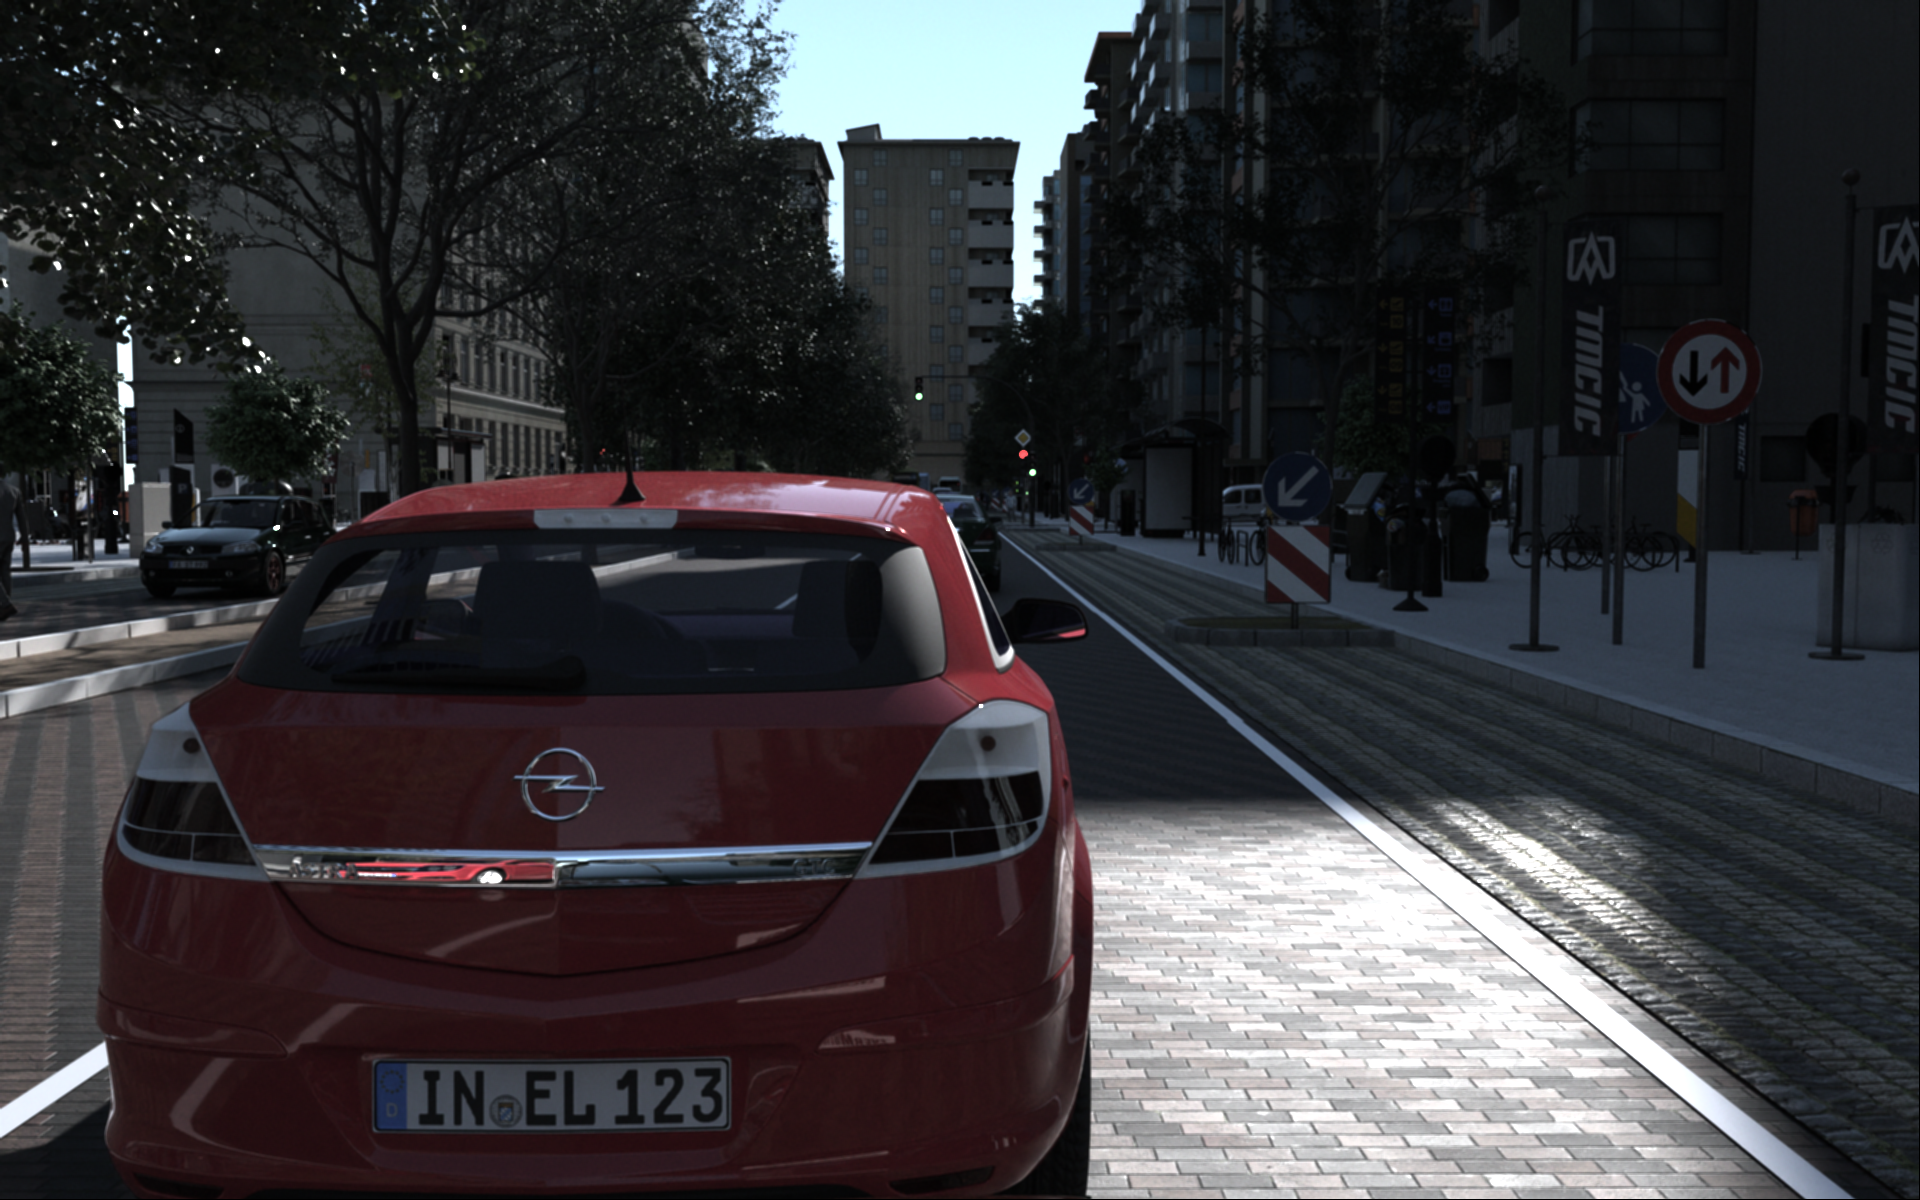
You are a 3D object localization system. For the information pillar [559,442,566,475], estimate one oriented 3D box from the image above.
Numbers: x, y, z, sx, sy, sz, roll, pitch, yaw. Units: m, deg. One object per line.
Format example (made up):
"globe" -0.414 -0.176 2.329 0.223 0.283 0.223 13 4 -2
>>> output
"information pillar" -17.966 -5.322 78.371 0.183 3.616 0.504 1 4 10

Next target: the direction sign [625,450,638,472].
"direction sign" -16.846 -5.920 88.796 0.876 3.537 0.379 2 4 31

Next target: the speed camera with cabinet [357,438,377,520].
"speed camera with cabinet" -20.879 -4.076 60.984 0.660 3.252 2.038 -1 4 -18

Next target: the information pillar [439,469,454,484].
"information pillar" -15.168 -2.855 51.170 0.304 2.012 0.304 2 4 24

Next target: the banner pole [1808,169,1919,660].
"banner pole" 7.051 -1.425 13.312 0.863 3.779 0.401 2 4 32

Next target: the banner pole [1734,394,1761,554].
"banner pole" 16.893 -2.887 37.216 0.401 3.779 0.863 -1 4 -13

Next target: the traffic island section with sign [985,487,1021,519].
"traffic island section with sign" 2.607 -5.545 99.292 1.989 1.847 2.006 0 4 0

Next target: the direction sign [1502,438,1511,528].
"direction sign" 20.876 -4.508 65.710 0.379 3.537 0.876 -2 4 -27

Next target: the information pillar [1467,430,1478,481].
"information pillar" 18.655 -4.390 63.133 0.183 3.616 0.504 -2 4 -24

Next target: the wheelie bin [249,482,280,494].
"wheelie bin" -18.144 -2.287 45.292 0.980 1.594 0.693 -1 4 -22

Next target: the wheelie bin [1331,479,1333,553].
"wheelie bin" 8.263 -1.802 37.366 0.980 1.594 0.693 0 4 -6

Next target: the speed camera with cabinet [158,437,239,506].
"speed camera with cabinet" -22.089 -3.423 50.295 2.038 3.252 0.660 -1 4 -15

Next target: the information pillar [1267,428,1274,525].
"information pillar" 11.015 -4.288 61.469 0.183 3.616 0.504 2 4 27

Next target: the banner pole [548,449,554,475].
"banner pole" -22.582 -6.462 95.666 0.401 3.779 0.863 1 4 14

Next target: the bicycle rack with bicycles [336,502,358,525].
"bicycle rack with bicycles" -27.541 -3.796 75.441 2.925 0.926 2.852 -2 4 -24

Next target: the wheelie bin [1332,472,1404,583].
"wheelie bin" 6.072 -1.071 25.426 0.693 1.594 0.980 -1 4 -19

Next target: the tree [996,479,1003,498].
"tree" 4.187 -14.998 195.583 4.737 8.622 4.395 0 3 0

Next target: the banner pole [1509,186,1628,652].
"banner pole" 4.934 -1.471 14.060 0.863 3.779 0.401 2 4 31

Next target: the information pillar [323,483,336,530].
"information pillar" -20.694 -3.201 56.828 0.304 2.012 0.304 0 4 3

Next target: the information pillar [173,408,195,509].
"information pillar" -21.117 -3.412 47.141 0.504 3.616 0.183 -3 4 -38

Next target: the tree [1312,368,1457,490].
"tree" 10.407 -3.598 42.537 4.285 4.588 4.351 0 3 0

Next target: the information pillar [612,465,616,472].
"information pillar" -18.852 -6.289 94.179 0.183 3.616 0.504 1 4 23

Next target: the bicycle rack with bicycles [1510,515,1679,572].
"bicycle rack with bicycles" 10.930 -0.991 29.591 2.925 0.926 2.852 1 4 11

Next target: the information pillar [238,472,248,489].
"information pillar" -31.244 -5.156 75.653 0.504 3.616 0.183 -2 4 -25

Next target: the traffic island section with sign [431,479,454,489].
"traffic island section with sign" -13.301 -2.176 44.204 1.989 1.847 2.006 0 4 0

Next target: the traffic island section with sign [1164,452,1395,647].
"traffic island section with sign" 3.066 -0.517 17.089 1.989 1.847 2.006 0 4 0

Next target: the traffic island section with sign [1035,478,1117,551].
"traffic island section with sign" 2.918 -2.166 44.044 1.989 1.847 2.006 0 4 0

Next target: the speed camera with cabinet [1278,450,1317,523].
"speed camera with cabinet" 14.995 -5.055 76.979 2.038 3.252 0.660 0 4 4

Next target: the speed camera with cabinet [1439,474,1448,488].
"speed camera with cabinet" 21.222 -4.883 74.169 2.038 3.252 0.660 0 4 6

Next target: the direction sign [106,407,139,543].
"direction sign" -21.818 -3.250 45.140 0.876 3.537 0.379 0 4 4

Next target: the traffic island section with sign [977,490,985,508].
"traffic island section with sign" 2.463 -7.225 126.762 1.989 1.847 2.006 0 4 0

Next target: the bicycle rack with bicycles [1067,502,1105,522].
"bicycle rack with bicycles" 6.431 -4.078 80.054 2.925 0.926 2.852 -2 4 -34

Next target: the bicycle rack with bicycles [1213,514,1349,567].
"bicycle rack with bicycles" 5.879 -1.099 31.347 2.852 0.926 2.925 0 4 5

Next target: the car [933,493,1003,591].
"car" -0.358 -0.936 27.095 2.131 1.459 4.920 0 4 -2

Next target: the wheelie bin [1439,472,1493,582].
"wheelie bin" 7.434 -1.078 25.534 0.693 1.594 0.980 0 4 1

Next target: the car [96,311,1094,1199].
"car" -0.671 0.257 4.841 2.155 1.783 4.494 0 4 -1

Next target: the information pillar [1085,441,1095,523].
"information pillar" 5.762 -5.245 77.105 0.504 3.616 0.183 2 4 27

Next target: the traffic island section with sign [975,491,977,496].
"traffic island section with sign" 2.184 -10.294 176.935 1.989 1.847 2.006 0 4 0

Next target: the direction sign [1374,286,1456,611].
"direction sign" 4.971 -1.652 19.001 0.876 3.537 0.379 0 4 -2

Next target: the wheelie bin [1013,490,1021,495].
"wheelie bin" 4.734 -8.523 147.265 0.980 1.594 0.693 1 4 15

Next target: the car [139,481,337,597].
"car" -10.457 -0.956 25.417 2.009 1.686 4.222 0 4 -1

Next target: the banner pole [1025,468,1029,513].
"banner pole" 4.554 -7.766 116.997 0.401 3.779 0.863 -2 4 -23

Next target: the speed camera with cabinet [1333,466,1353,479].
"speed camera with cabinet" 11.601 -3.444 50.643 0.660 3.252 2.038 3 4 39

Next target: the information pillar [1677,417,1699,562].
"information pillar" 13.753 -2.518 32.519 0.504 3.616 0.183 3 5 44

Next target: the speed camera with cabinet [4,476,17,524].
"speed camera with cabinet" -41.588 -4.953 75.313 0.660 3.252 2.038 -3 5 -42

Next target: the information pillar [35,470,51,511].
"information pillar" -26.931 -2.837 50.882 0.304 2.012 0.304 0 4 -1
